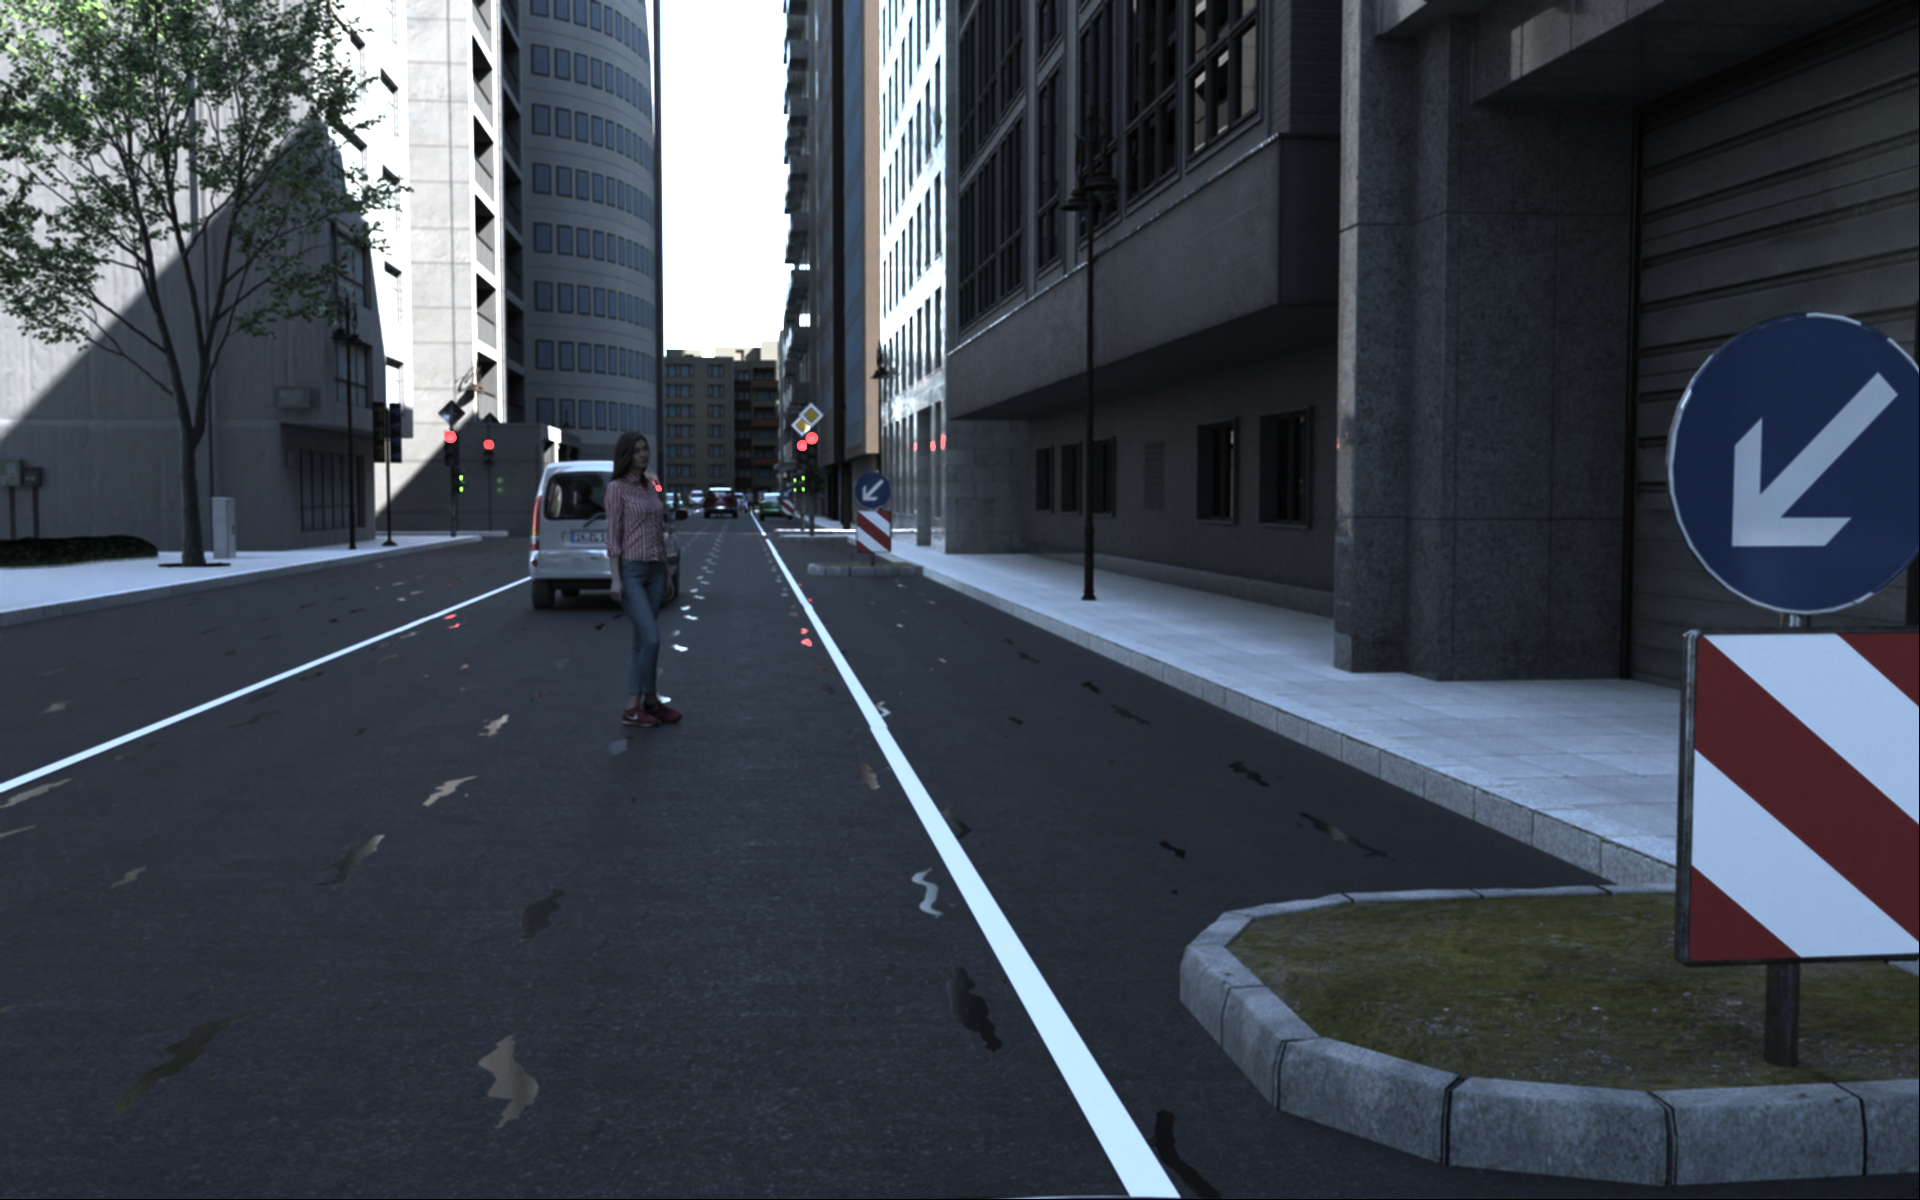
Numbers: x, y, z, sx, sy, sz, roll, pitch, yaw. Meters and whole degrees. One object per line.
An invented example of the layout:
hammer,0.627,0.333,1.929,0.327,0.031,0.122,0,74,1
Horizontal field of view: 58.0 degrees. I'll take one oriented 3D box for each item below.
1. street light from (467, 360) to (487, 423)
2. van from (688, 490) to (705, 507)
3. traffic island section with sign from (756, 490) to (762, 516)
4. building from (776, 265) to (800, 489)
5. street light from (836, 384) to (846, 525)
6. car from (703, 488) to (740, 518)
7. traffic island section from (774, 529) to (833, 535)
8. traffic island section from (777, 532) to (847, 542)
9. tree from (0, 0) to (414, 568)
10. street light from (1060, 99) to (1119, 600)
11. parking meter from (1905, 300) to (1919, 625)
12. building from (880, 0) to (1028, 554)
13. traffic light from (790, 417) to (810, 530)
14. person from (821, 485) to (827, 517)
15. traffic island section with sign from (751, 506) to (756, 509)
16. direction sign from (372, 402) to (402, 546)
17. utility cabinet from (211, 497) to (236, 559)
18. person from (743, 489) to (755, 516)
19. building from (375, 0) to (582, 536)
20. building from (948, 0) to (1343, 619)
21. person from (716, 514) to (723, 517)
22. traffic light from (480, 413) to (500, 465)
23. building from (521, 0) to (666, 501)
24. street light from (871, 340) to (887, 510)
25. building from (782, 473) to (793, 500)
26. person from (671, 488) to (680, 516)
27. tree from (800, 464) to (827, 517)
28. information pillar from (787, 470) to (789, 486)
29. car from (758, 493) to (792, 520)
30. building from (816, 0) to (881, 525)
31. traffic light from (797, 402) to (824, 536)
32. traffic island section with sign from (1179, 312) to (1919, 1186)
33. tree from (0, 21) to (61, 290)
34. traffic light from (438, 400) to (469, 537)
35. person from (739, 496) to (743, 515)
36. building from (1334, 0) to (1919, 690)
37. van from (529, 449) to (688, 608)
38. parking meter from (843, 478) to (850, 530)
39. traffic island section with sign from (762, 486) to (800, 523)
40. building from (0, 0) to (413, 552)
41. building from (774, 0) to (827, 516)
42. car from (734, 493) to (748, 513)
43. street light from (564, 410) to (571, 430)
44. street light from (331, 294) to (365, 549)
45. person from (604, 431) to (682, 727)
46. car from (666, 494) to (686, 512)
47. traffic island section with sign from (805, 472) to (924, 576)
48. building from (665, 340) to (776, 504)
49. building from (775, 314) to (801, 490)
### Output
street light,-16.657,-5.324,59.842,0.468,5.910,1.993,0,4,-7
van,-28.976,-11.240,190.779,2.013,2.044,4.112,0,4,-7
traffic island section with sign,-12.037,-6.339,112.278,1.989,1.847,2.006,0,4,-7
building,-11.044,-46.659,201.129,20.563,71.187,20.611,0,4,-7
street light,-4.936,-6.100,72.518,0.468,5.910,1.993,0,4,-7
car,-14.694,-5.985,106.523,2.281,1.827,5.304,0,4,-7
traffic island section,-5.537,-2.376,61.134,2.009,0.180,2.903,0,4,-7
traffic island section,-4.530,-1.892,53.212,2.009,0.180,2.903,0,4,-7
tree,-13.635,-6.408,30.527,9.928,11.665,9.643,0,3,0
street light,1.562,-2.937,20.812,0.468,5.910,1.993,0,4,-7
parking meter,3.020,0.038,5.096,0.255,1.863,0.399,-1,4,-13
building,3.780,-11.658,45.356,10.420,20.320,16.860,0,4,-7
traffic light,-5.578,-4.409,61.015,0.839,4.253,0.868,0,4,-7
person,-7.394,-5.450,95.346,0.583,1.804,0.606,-1,4,-15
traffic island section with sign,-18.377,-9.385,162.078,1.989,1.847,2.006,0,4,-7
direction sign,-14.174,-3.115,42.921,0.379,3.537,0.876,2,4,29
utility cabinet,-14.774,-1.445,34.789,0.306,1.237,1.020,-1,4,-15
person,-13.999,-6.465,114.686,0.782,1.767,0.515,0,4,-4
building,-25.815,-38.422,66.458,20.563,71.187,20.611,0,4,-7
building,8.211,-14.143,24.740,14.314,27.812,24.014,0,4,-7
person,-15.339,-6.232,110.636,0.529,1.795,0.600,-1,4,-12
traffic light,-16.152,-4.327,59.659,0.839,4.253,0.868,0,4,-7
building,-28.326,-34.076,99.137,21.231,58.520,28.212,0,4,-7
street light,-2.407,-4.852,52.110,0.468,5.910,1.993,0,4,-7
building,0.668,-28.109,151.470,32.217,40.220,23.993,0,4,-7
person,-18.425,-6.343,112.239,0.654,1.822,0.581,3,5,40
tree,-8.126,-6.343,98.302,1.663,3.219,1.824,0,3,0
information pillar,-13.287,-8.721,133.945,0.183,3.616,0.504,-1,4,-18
car,-10.141,-5.294,95.355,1.959,1.807,4.718,0,4,-6
building,0.227,-26.619,85.324,14.600,45.320,14.200,0,4,-7
traffic light,-4.571,-3.925,53.093,0.839,4.253,0.868,0,4,-7
traffic island section with sign,1.662,0.249,4.561,1.989,1.847,2.006,0,4,-7
tree,-12.525,-4.222,19.386,4.737,8.622,4.395,0,3,0
traffic light,-15.145,-3.842,51.738,0.839,4.253,0.868,0,4,-7
person,-15.355,-6.637,121.257,0.306,1.304,0.590,-1,4,-11
building,9.968,-11.310,2.946,12.078,24.808,19.932,0,4,-7
van,-4.677,-0.986,23.128,2.013,2.044,4.112,0,4,-5
parking meter,-4.079,-3.465,62.356,0.255,1.863,0.399,0,4,-6
traffic island section with sign,-8.640,-4.704,85.537,1.989,1.847,2.006,0,4,-7
building,-21.979,-22.019,43.604,14.086,41.232,14.154,0,4,-7
building,-0.472,-30.338,115.636,23.786,49.044,30.456,0,4,-7
car,-17.103,-7.522,132.568,1.945,1.707,3.694,0,4,-6
street light,-20.603,-7.239,91.143,0.468,5.910,1.993,0,4,-7
street light,-14.134,-4.118,40.123,0.468,5.910,1.993,0,4,-7
person,-1.985,-0.134,10.695,0.388,1.821,0.555,1,4,19
car,-20.190,-6.876,121.213,1.959,1.807,4.718,-1,4,-9
traffic island section with sign,-1.738,-1.387,31.302,1.989,1.847,2.006,0,4,-7
building,-24.792,-23.712,232.733,28.899,21.520,27.650,0,4,-7
building,-4.459,-20.368,178.057,27.650,21.520,28.899,0,4,-7
